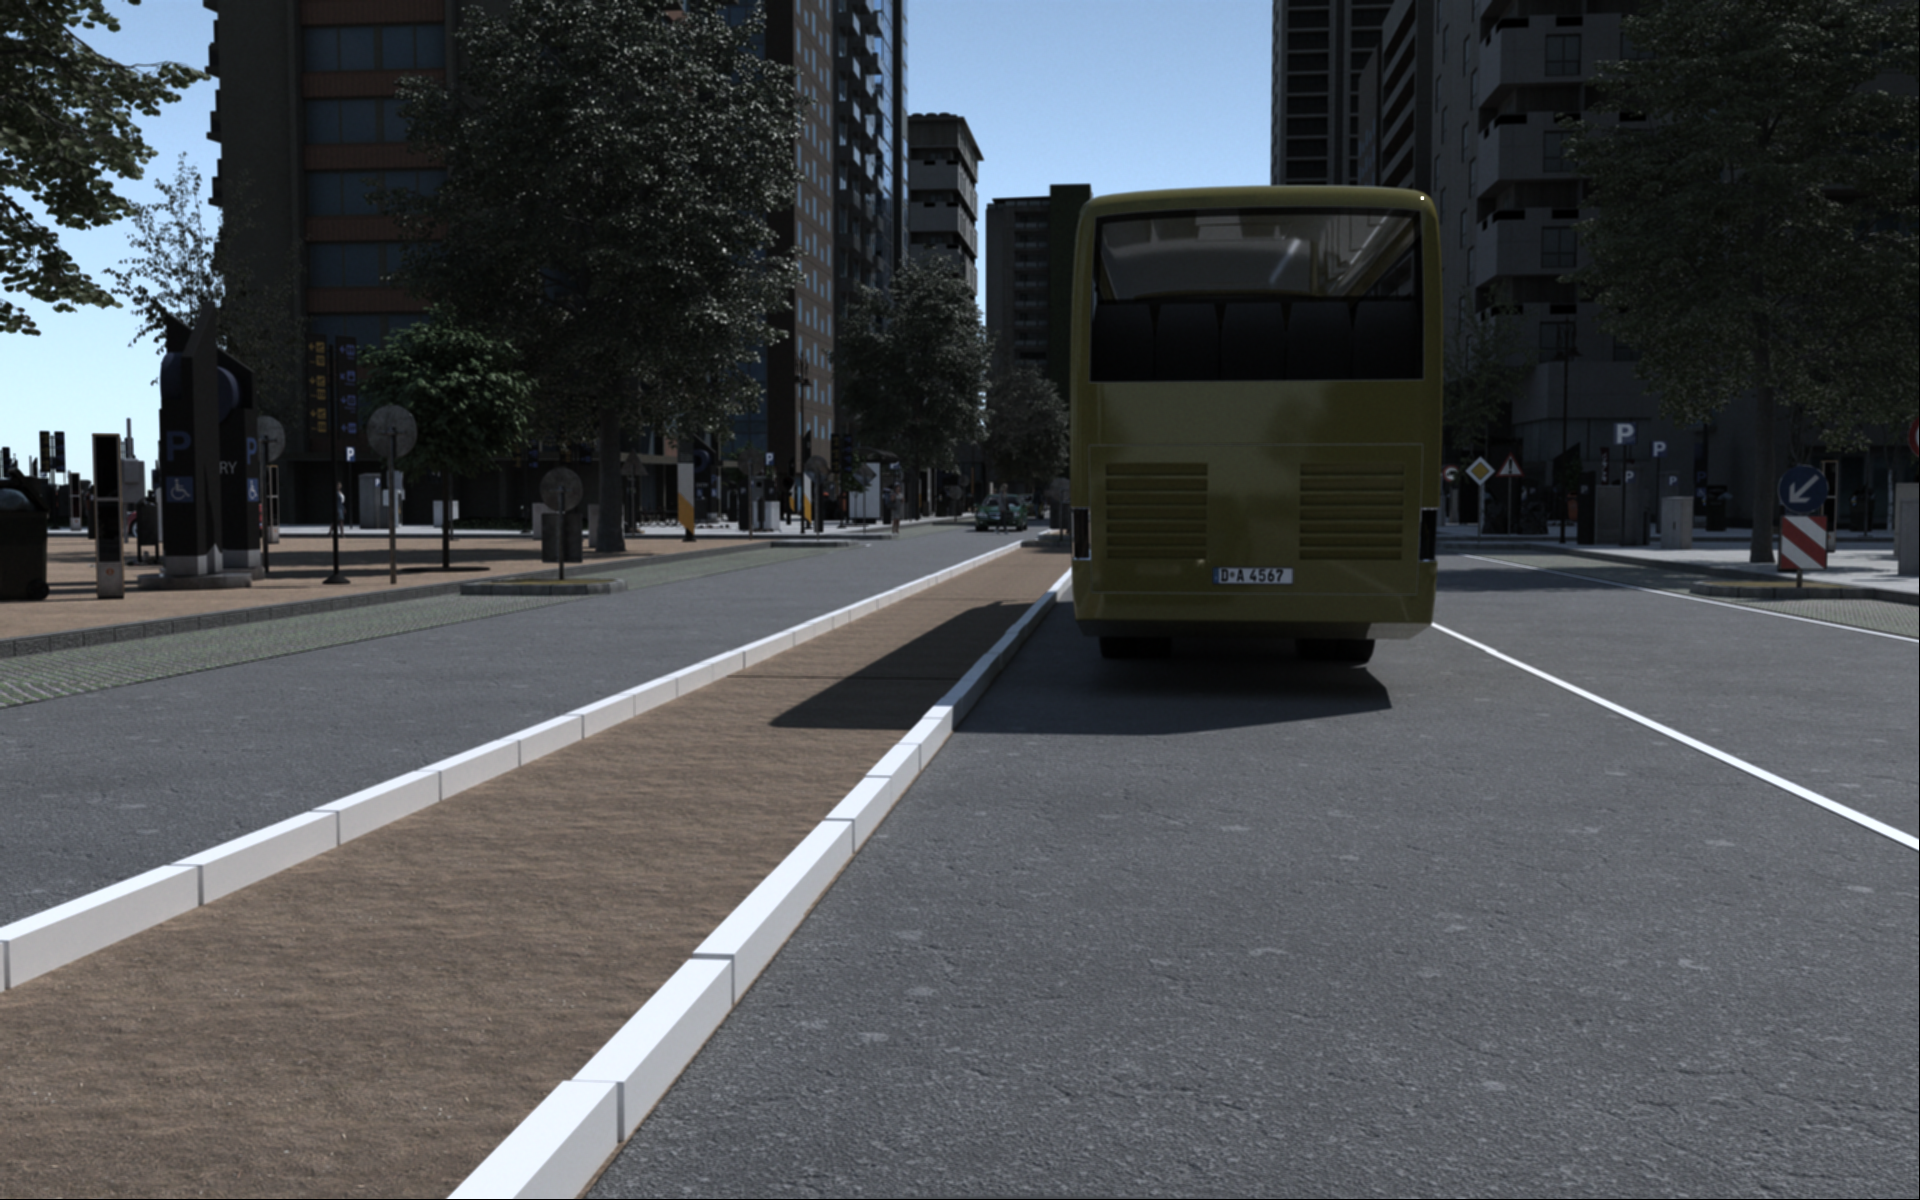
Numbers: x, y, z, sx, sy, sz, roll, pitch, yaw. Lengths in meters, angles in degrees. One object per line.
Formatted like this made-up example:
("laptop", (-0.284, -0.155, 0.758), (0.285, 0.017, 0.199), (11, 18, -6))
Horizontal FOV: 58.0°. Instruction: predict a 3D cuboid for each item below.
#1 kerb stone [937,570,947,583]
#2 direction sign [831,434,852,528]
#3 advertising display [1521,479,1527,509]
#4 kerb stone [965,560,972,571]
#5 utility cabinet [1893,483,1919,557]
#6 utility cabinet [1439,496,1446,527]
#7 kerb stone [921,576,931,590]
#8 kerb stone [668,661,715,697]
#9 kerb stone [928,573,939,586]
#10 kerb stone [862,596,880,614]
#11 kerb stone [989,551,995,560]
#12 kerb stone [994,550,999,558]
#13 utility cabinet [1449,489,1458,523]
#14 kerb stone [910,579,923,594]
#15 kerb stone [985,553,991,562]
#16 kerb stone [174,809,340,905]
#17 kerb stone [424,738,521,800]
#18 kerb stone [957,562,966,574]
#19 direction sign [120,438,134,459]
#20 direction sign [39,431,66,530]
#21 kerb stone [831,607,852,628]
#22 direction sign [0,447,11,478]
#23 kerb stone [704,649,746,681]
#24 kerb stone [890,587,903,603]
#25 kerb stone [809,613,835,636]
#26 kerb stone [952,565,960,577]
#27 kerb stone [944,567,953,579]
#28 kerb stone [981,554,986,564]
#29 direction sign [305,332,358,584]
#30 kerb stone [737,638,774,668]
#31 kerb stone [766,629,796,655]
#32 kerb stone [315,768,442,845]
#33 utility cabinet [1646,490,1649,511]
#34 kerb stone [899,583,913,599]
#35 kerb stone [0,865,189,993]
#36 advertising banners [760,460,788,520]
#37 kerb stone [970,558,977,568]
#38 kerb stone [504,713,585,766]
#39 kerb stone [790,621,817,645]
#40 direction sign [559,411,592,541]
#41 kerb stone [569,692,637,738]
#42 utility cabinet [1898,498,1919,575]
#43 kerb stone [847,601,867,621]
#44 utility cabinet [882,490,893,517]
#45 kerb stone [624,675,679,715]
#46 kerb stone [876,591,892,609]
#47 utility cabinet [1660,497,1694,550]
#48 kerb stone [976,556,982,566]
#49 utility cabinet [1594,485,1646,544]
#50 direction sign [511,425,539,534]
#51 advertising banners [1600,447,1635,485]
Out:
("kerb stone", (-0.369, -0.344, 27.905), (0.120, 0.150, 1.000), (0, 4, 6))
("direction sign", (-4.455, -4.470, 65.088), (0.876, 3.537, 0.379), (-2, 4, -32))
("advertising display", (24.120, -4.222, 74.241), (0.123, 1.923, 0.974), (-1, 4, -22))
("kerb stone", (0.057, -0.599, 31.996), (0.120, 0.150, 1.000), (0, 4, 6))
("utility cabinet", (19.037, -1.559, 34.174), (0.318, 1.500, 1.173), (-1, 4, -17))
("utility cabinet", (18.700, -3.511, 68.567), (0.306, 1.237, 1.020), (-3, 5, -41))
("kerb stone", (-0.592, -0.221, 25.869), (0.120, 0.150, 1.000), (0, 4, 6))
("kerb stone", (-1.982, 0.587, 12.611), (0.120, 0.150, 1.000), (0, 4, 6))
("kerb stone", (-0.483, -0.287, 26.887), (0.120, 0.150, 1.000), (0, 4, 6))
("kerb stone", (-1.127, 0.087, 20.769), (0.120, 0.150, 1.000), (0, 4, 6))
("kerb stone", (0.597, -0.911, 37.091), (0.120, 0.150, 1.000), (0, 4, 6))
("kerb stone", (0.696, -0.973, 38.108), (0.120, 0.150, 1.000), (0, 4, 6))
("utility cabinet", (21.737, -4.136, 76.308), (0.318, 1.500, 1.173), (1, 4, 13))
("kerb stone", (-0.696, -0.162, 24.852), (0.120, 0.150, 1.000), (0, 4, 6))
("kerb stone", (0.485, -0.848, 36.068), (0.120, 0.150, 1.000), (0, 4, 6))
("kerb stone", (-2.627, 0.960, 6.498), (0.120, 0.150, 1.000), (0, 4, 6))
("kerb stone", (-2.415, 0.837, 8.545), (0.120, 0.150, 1.000), (0, 4, 6))
("kerb stone", (-0.048, -0.534, 30.967), (0.120, 0.150, 1.000), (0, 4, 6))
("direction sign", (-33.619, -4.749, 69.646), (0.876, 3.537, 0.379), (0, 4, 7))
("direction sign", (-32.714, -4.312, 62.499), (0.379, 3.537, 0.876), (2, 4, 35))
("kerb stone", (-1.340, 0.212, 18.736), (0.120, 0.150, 1.000), (0, 4, 6))
("direction sign", (-46.132, -5.588, 83.356), (0.379, 3.537, 0.876), (2, 4, 34))
("kerb stone", (-1.879, 0.524, 13.632), (0.120, 0.150, 1.000), (0, 4, 6))
("kerb stone", (-0.910, -0.033, 22.814), (0.120, 0.150, 1.000), (0, 4, 6))
("kerb stone", (-1.451, 0.274, 17.719), (0.120, 0.150, 1.000), (0, 4, 6))
("kerb stone", (-0.154, -0.474, 29.941), (0.120, 0.150, 1.000), (0, 4, 6))
("kerb stone", (-0.269, -0.411, 28.926), (0.120, 0.150, 1.000), (0, 4, 6))
("kerb stone", (0.380, -0.786, 35.052), (0.120, 0.150, 1.000), (0, 4, 6))
("direction sign", (-8.933, -2.001, 24.708), (0.379, 3.537, 0.876), (2, 4, 29))
("kerb stone", (-1.763, 0.461, 14.651), (0.120, 0.150, 1.000), (0, 4, 6))
("kerb stone", (-1.664, 0.404, 15.671), (0.120, 0.150, 1.000), (0, 4, 6))
("kerb stone", (-2.522, 0.897, 7.523), (0.120, 0.150, 1.000), (0, 4, 6))
("utility cabinet", (36.620, -5.199, 93.675), (1.173, 1.500, 0.318), (0, 4, 3))
("kerb stone", (-0.803, -0.100, 23.836), (0.120, 0.150, 1.000), (0, 4, 6))
("kerb stone", (-2.740, 1.022, 5.483), (0.120, 0.150, 1.000), (0, 4, 6))
("advertising banners", (-9.386, -5.520, 86.435), (0.090, 3.025, 2.074), (-3, 5, -43))
("kerb stone", (0.160, -0.662, 33.013), (0.120, 0.150, 1.000), (0, 4, 6))
("kerb stone", (-2.306, 0.776, 9.561), (0.120, 0.150, 1.000), (0, 4, 6))
("kerb stone", (-1.556, 0.340, 16.699), (0.120, 0.150, 1.000), (0, 4, 6))
("direction sign", (-10.470, -3.378, 47.235), (0.876, 3.537, 0.379), (0, 4, -1))
("kerb stone", (-2.195, 0.711, 10.577), (0.120, 0.150, 1.000), (0, 4, 6))
("utility cabinet", (15.368, -0.983, 27.235), (1.020, 1.237, 0.306), (3, 5, 41))
("kerb stone", (-1.228, 0.149, 19.751), (0.120, 0.150, 1.000), (0, 4, 6))
("utility cabinet", (-3.893, -5.324, 95.719), (1.173, 1.500, 0.318), (-3, 5, -41))
("kerb stone", (-2.090, 0.648, 11.593), (0.120, 0.150, 1.000), (0, 4, 6))
("kerb stone", (-1.016, 0.025, 21.788), (0.120, 0.150, 1.000), (0, 4, 6))
("utility cabinet", (16.674, -1.783, 40.313), (0.306, 1.237, 1.020), (0, 4, -3))
("kerb stone", (0.273, -0.724, 34.034), (0.120, 0.150, 1.000), (0, 4, 6))
("utility cabinet", (16.796, -2.175, 44.244), (1.173, 1.500, 0.318), (0, 4, -4))
("direction sign", (-14.146, -3.935, 56.338), (0.876, 3.537, 0.379), (0, 4, -2))
("advertising banners", (24.702, -4.219, 65.164), (2.074, 3.025, 0.090), (-2, 4, -33))
